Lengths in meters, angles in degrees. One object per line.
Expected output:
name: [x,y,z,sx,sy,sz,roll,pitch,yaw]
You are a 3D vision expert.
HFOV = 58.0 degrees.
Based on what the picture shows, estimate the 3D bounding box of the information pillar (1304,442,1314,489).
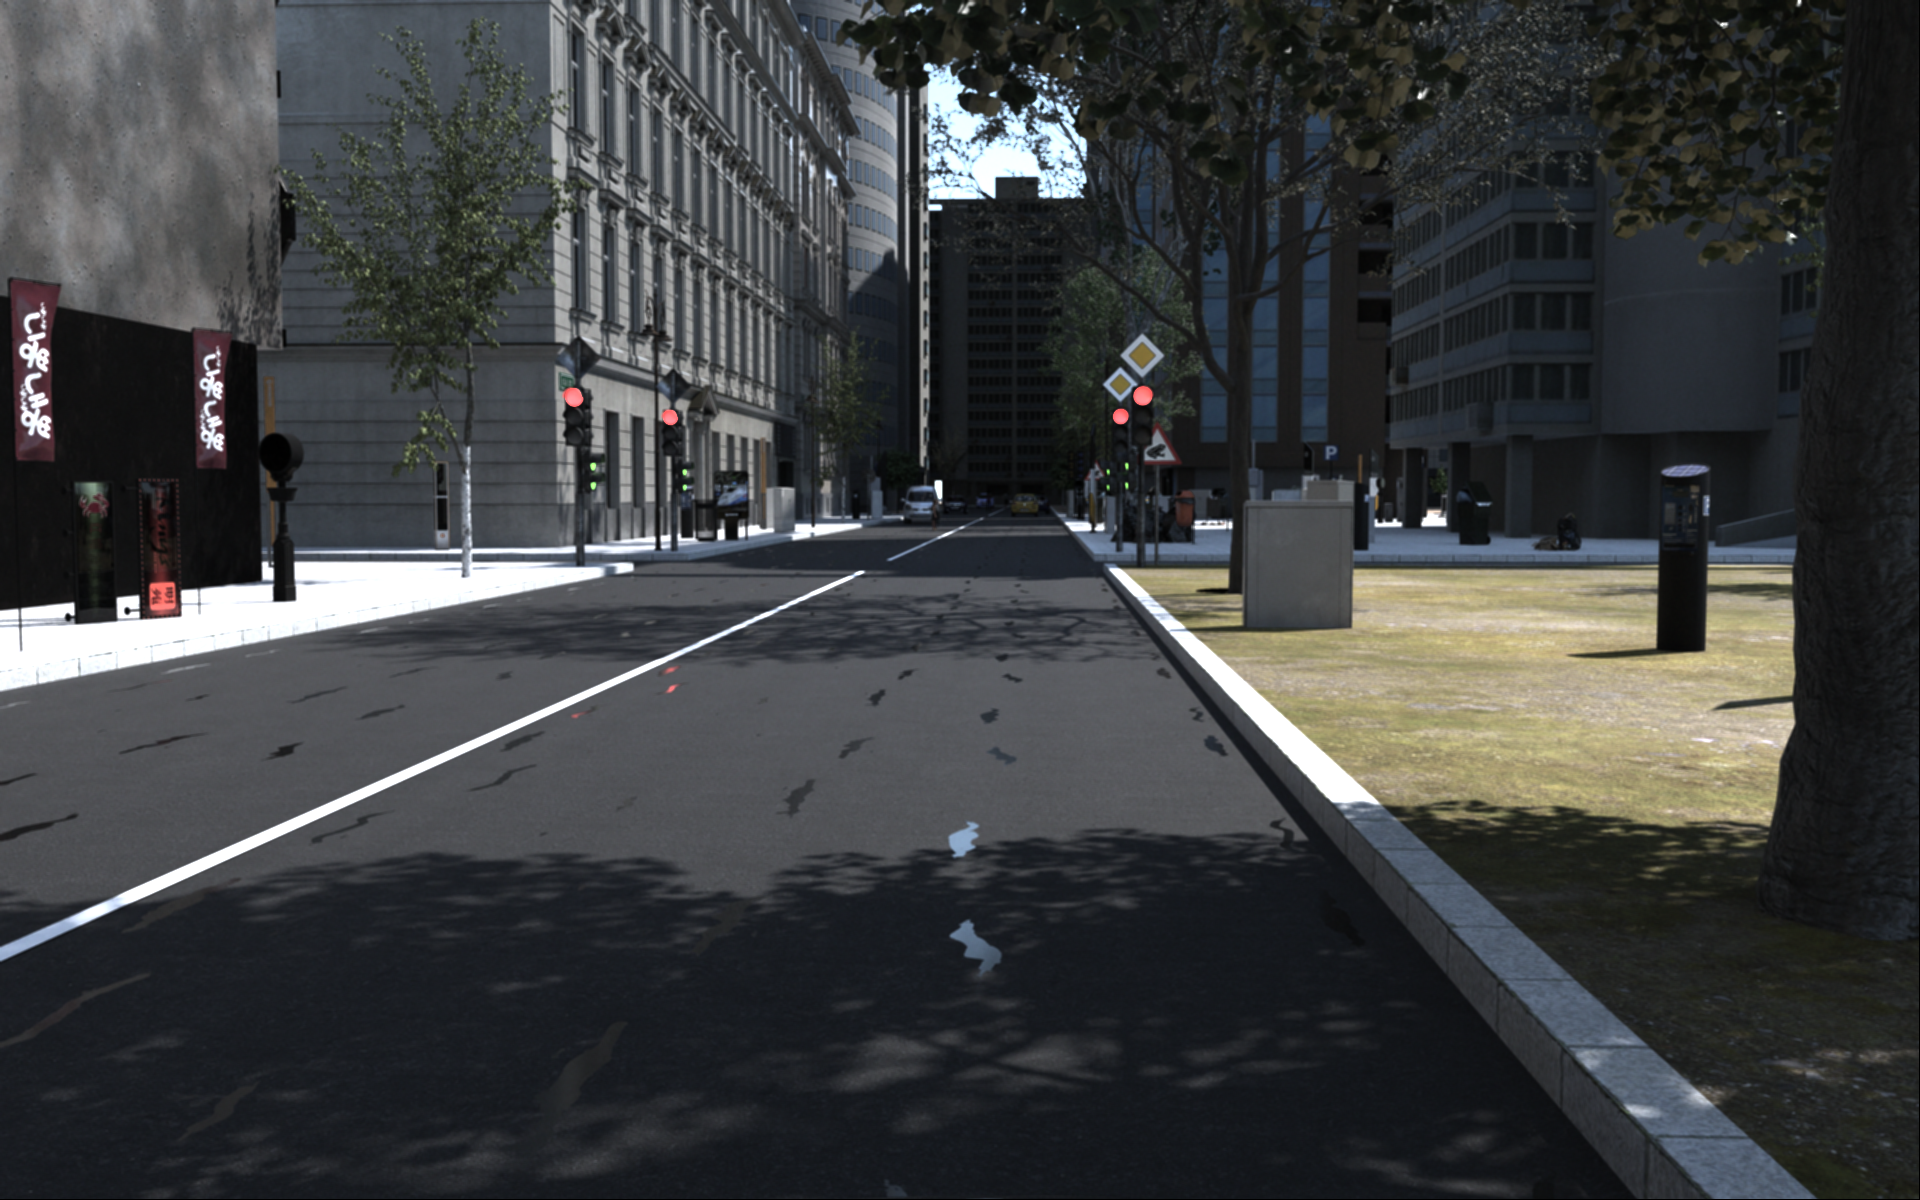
information pillar: [15.619,-5.280,77.678,0.183,3.616,0.504,-3,5,-40]

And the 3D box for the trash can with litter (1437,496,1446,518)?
trash can with litter: [27.033,-5.111,94.624,2.233,1.210,1.678,0,4,2]

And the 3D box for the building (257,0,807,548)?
building: [-16.527,-17.480,62.212,17.030,29.872,44.131,0,4,3]

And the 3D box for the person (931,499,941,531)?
person: [-0.935,-3.341,67.800,0.373,1.253,0.362,2,4,27]

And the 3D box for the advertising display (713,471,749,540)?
advertising display: [-6.349,-2.621,48.063,0.974,1.923,0.123,-1,4,-17]

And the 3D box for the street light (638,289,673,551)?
street light: [-6.859,-4.061,39.186,0.468,5.910,1.993,0,4,3]

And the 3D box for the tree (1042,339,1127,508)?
tree: [6.535,-8.002,81.197,4.737,8.622,4.395,0,3,0]

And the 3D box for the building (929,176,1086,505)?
building: [6.952,-31.967,214.534,23.993,40.220,32.217,0,4,3]

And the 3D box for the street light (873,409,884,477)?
street light: [-4.418,-7.413,93.997,0.468,5.910,1.993,0,4,3]

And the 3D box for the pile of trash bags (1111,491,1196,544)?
pile of trash bags: [5.343,-2.191,45.582,1.912,1.369,3.447,-1,4,-17]

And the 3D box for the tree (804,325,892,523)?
tree: [-5.122,-7.708,76.385,4.737,8.622,4.395,0,3,0]

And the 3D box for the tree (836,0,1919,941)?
tree: [2.908,-6.012,4.947,9.857,13.997,8.962,0,3,0]

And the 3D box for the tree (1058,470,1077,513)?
tree: [7.585,-7.477,116.852,1.663,3.219,1.824,0,3,0]

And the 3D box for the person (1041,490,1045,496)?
person: [7.315,-8.931,154.529,0.705,1.822,1.348,-2,4,-27]

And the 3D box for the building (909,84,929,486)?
building: [-14.297,-33.850,177.157,21.600,48.544,21.300,0,4,3]

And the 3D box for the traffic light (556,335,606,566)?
traffic light: [-6.744,-2.557,30.731,0.839,4.253,0.868,0,4,3]

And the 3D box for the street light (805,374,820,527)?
street light: [-5.660,-5.739,66.623,0.468,5.910,1.993,0,4,3]

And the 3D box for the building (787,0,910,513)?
building: [-15.247,-35.809,127.472,21.231,58.520,28.212,0,4,3]

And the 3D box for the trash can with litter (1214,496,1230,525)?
trash can with litter: [10.113,-3.704,71.615,2.233,1.210,1.678,2,4,27]

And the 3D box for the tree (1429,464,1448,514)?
tree: [30.802,-7.125,111.094,1.663,3.219,1.824,0,3,0]

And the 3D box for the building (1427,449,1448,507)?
building: [51.403,-46.962,206.088,20.611,71.187,20.563,0,4,3]

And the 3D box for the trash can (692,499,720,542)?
trash can: [-6.879,-2.159,46.958,0.748,1.137,0.748,0,3,0]

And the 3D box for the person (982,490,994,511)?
person: [2.387,-8.182,142.958,1.217,1.739,0.721,1,4,14]

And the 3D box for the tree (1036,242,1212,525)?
tree: [6.679,-8.911,71.442,9.928,11.665,9.643,0,3,0]

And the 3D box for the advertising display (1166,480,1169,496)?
advertising display: [9.517,-4.538,79.409,0.123,1.923,0.974,0,4,6]

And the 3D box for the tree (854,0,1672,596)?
tree: [3.503,-6.829,22.020,12.009,13.543,11.850,0,3,0]

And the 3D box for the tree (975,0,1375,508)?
tree: [6.057,-11.734,47.740,12.611,20.169,13.585,0,3,0]

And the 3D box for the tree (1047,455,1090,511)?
tree: [8.405,-9.151,133.335,4.285,4.588,4.351,0,3,0]

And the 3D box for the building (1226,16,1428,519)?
building: [18.262,-27.270,95.970,14.600,45.320,14.200,0,4,3]

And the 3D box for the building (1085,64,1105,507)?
building: [22.934,-38.457,170.768,21.231,58.520,28.212,0,4,3]

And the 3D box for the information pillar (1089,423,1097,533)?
information pillar: [4.394,-4.034,57.316,0.183,3.616,0.504,1,4,15]

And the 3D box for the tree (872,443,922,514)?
tree: [-4.057,-7.775,110.829,4.285,4.588,4.351,0,3,0]

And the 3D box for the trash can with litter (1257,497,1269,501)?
trash can with litter: [13.041,-3.856,74.433,0.624,1.170,1.055,1,4,14]

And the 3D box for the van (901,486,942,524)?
van: [-1.849,-4.711,84.040,2.013,2.044,4.112,0,4,1]

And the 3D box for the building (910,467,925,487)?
building: [-13.624,-43.636,151.697,20.563,71.187,20.611,0,4,3]

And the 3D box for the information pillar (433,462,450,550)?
information pillar: [-11.858,-2.146,39.582,0.304,2.012,0.304,-2,4,-25]

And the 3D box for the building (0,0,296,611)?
building: [-18.820,-9.335,20.087,16.811,18.784,16.820,0,4,3]

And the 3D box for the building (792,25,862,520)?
building: [-13.456,-18.871,95.929,14.401,28.519,23.554,0,4,3]

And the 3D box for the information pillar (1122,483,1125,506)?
information pillar: [9.105,-5.703,97.731,0.304,2.012,0.304,2,4,31]

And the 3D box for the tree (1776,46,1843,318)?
tree: [14.127,-4.568,25.048,4.737,8.622,4.395,0,3,0]

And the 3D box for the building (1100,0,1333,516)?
building: [16.924,-28.723,119.728,14.600,45.320,14.200,0,4,3]

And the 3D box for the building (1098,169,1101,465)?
building: [22.822,-31.936,141.754,23.786,49.044,30.456,0,4,3]

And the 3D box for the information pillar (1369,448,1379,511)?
information pillar: [20.900,-5.880,87.497,0.504,3.616,0.183,-1,4,-18]

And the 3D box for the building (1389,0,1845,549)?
building: [27.466,-22.176,54.458,23.993,40.220,32.217,0,4,3]

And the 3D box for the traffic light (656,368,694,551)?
traffic light: [-6.388,-3.045,38.708,0.839,4.253,0.868,0,4,3]

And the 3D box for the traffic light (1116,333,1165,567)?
traffic light: [3.158,-2.531,30.307,0.839,4.253,0.868,0,4,3]

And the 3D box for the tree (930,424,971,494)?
tree: [-0.943,-14.160,181.871,4.360,8.622,3.978,0,3,0]

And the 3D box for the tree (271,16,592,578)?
tree: [-7.831,-4.651,26.405,4.737,8.622,4.395,0,3,0]

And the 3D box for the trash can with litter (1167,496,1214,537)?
trash can with litter: [6.370,-2.506,52.026,1.678,1.210,2.233,-1,4,-12]

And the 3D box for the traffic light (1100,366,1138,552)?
traffic light: [3.514,-3.019,38.284,0.839,4.253,0.868,0,4,3]

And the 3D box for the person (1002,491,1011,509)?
person: [4.619,-9.920,171.480,1.217,1.735,0.721,-3,4,-38]
